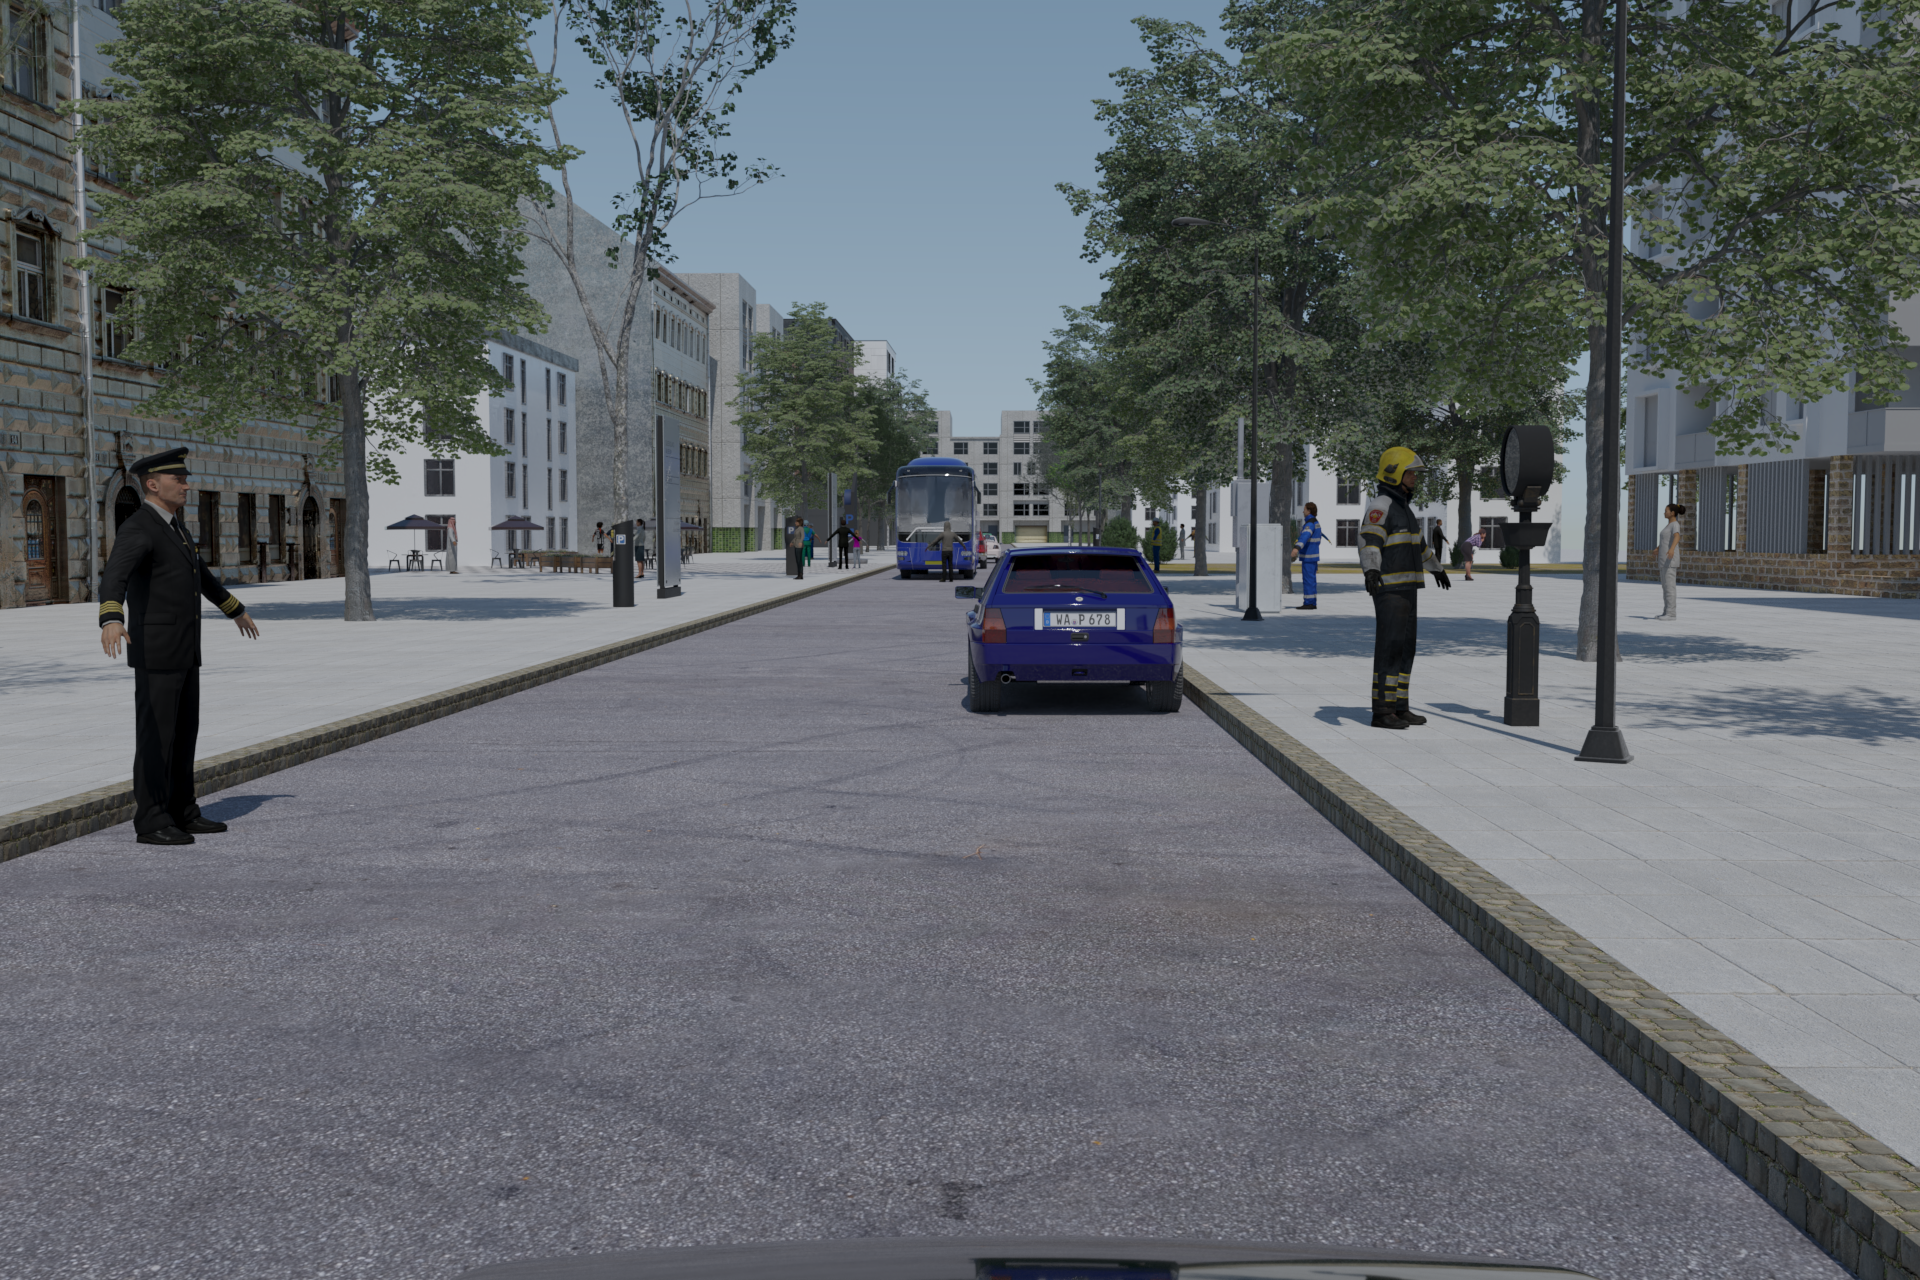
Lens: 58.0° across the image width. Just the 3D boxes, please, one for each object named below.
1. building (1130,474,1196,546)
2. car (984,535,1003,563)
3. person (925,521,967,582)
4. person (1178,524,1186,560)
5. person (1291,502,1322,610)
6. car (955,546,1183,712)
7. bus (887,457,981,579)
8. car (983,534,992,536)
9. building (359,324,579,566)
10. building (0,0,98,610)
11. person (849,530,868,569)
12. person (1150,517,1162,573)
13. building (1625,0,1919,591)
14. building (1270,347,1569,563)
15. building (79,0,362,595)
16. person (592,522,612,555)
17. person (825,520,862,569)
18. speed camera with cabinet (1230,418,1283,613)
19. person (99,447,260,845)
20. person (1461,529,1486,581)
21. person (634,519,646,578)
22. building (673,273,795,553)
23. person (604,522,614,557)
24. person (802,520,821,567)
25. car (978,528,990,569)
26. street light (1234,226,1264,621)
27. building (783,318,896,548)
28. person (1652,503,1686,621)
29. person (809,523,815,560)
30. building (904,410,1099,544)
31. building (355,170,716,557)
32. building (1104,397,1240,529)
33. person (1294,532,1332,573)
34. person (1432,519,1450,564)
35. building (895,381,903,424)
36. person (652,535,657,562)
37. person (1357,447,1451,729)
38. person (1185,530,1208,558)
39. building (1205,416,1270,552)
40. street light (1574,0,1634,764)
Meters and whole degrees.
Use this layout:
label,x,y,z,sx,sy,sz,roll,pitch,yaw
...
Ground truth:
label,x,y,z,sx,sy,sz,roll,pitch,yaw
building,23.989,-15.567,196.673,9.099,9.664,28.070,0,4,1
car,1.110,-4.526,86.366,2.083,1.381,4.827,0,4,1
person,-0.392,-2.631,51.595,1.348,1.813,0.705,-2,4,-23
person,11.033,-4.895,86.218,0.705,1.806,1.347,0,4,-3
person,5.909,-1.433,29.409,0.704,1.831,1.345,2,4,26
car,0.927,-0.166,15.295,1.945,1.354,3.894,0,3,0
bus,-0.659,-4.120,58.912,2.896,3.916,12.251,0,4,1
car,2.086,-8.598,149.380,1.959,1.807,4.718,0,4,1
building,-22.868,-8.646,83.514,9.099,9.664,28.070,0,4,2
building,-25.544,-11.740,22.881,19.493,23.208,18.063,0,4,1
person,-3.868,-3.382,64.562,0.991,1.433,0.599,-2,4,-25
person,6.473,-3.145,57.395,0.705,1.833,1.349,1,4,11
building,23.675,-11.609,46.226,16.016,20.090,11.380,0,4,1
building,22.751,-9.090,90.765,9.099,9.664,28.070,0,4,2
building,-27.380,-12.947,42.609,19.493,23.208,18.063,0,4,0
person,-15.942,-4.327,76.884,1.345,1.843,0.704,3,5,39
person,-4.239,-3.473,62.967,1.347,1.806,0.705,-1,4,-10
speed camera with cabinet,4.944,-2.111,28.857,0.660,3.252,2.038,0,4,2
person,-3.694,0.017,8.120,0.705,1.837,1.347,0,4,3
person,14.043,-2.332,47.404,0.697,1.427,0.421,0,4,-7
person,-9.352,-2.651,50.169,0.721,1.735,1.217,0,4,8
building,-22.970,-16.331,133.472,16.747,18.905,31.486,0,4,1
person,-16.878,-4.819,84.568,1.354,1.856,0.705,1,4,9
person,-5.992,-3.737,67.224,1.347,1.817,0.704,-2,4,-24
car,0.127,-3.917,72.719,2.281,1.827,5.304,0,4,1
street light,4.887,-3.241,25.525,1.470,5.913,1.316,0,4,1
building,-21.719,-20.602,180.815,27.936,21.610,32.646,0,4,2
person,10.490,-1.165,25.813,0.721,1.739,1.217,1,4,12
person,-7.539,-4.984,87.338,0.705,1.847,1.347,1,4,14
building,6.040,-23.554,254.024,31.486,18.905,16.747,0,4,1
building,-26.195,-16.850,106.427,19.493,23.208,18.063,0,4,2
building,27.625,-23.981,223.024,19.493,23.208,18.063,0,4,1
person,11.545,-3.070,56.654,1.216,1.772,0.721,1,4,9
person,16.511,-3.269,59.666,0.704,1.802,1.346,0,4,-6
building,-22.478,-23.548,228.990,27.936,21.610,32.646,0,4,2
person,-13.957,-4.521,80.050,0.704,1.812,1.346,0,4,4
person,2.921,-0.351,11.506,0.704,1.858,1.351,2,4,35
person,12.858,-5.391,93.911,1.354,1.858,0.705,-1,4,-14
building,22.775,-11.010,122.168,9.099,9.664,28.070,0,4,1
street light,4.199,-2.269,9.636,1.470,5.913,1.316,0,4,1
